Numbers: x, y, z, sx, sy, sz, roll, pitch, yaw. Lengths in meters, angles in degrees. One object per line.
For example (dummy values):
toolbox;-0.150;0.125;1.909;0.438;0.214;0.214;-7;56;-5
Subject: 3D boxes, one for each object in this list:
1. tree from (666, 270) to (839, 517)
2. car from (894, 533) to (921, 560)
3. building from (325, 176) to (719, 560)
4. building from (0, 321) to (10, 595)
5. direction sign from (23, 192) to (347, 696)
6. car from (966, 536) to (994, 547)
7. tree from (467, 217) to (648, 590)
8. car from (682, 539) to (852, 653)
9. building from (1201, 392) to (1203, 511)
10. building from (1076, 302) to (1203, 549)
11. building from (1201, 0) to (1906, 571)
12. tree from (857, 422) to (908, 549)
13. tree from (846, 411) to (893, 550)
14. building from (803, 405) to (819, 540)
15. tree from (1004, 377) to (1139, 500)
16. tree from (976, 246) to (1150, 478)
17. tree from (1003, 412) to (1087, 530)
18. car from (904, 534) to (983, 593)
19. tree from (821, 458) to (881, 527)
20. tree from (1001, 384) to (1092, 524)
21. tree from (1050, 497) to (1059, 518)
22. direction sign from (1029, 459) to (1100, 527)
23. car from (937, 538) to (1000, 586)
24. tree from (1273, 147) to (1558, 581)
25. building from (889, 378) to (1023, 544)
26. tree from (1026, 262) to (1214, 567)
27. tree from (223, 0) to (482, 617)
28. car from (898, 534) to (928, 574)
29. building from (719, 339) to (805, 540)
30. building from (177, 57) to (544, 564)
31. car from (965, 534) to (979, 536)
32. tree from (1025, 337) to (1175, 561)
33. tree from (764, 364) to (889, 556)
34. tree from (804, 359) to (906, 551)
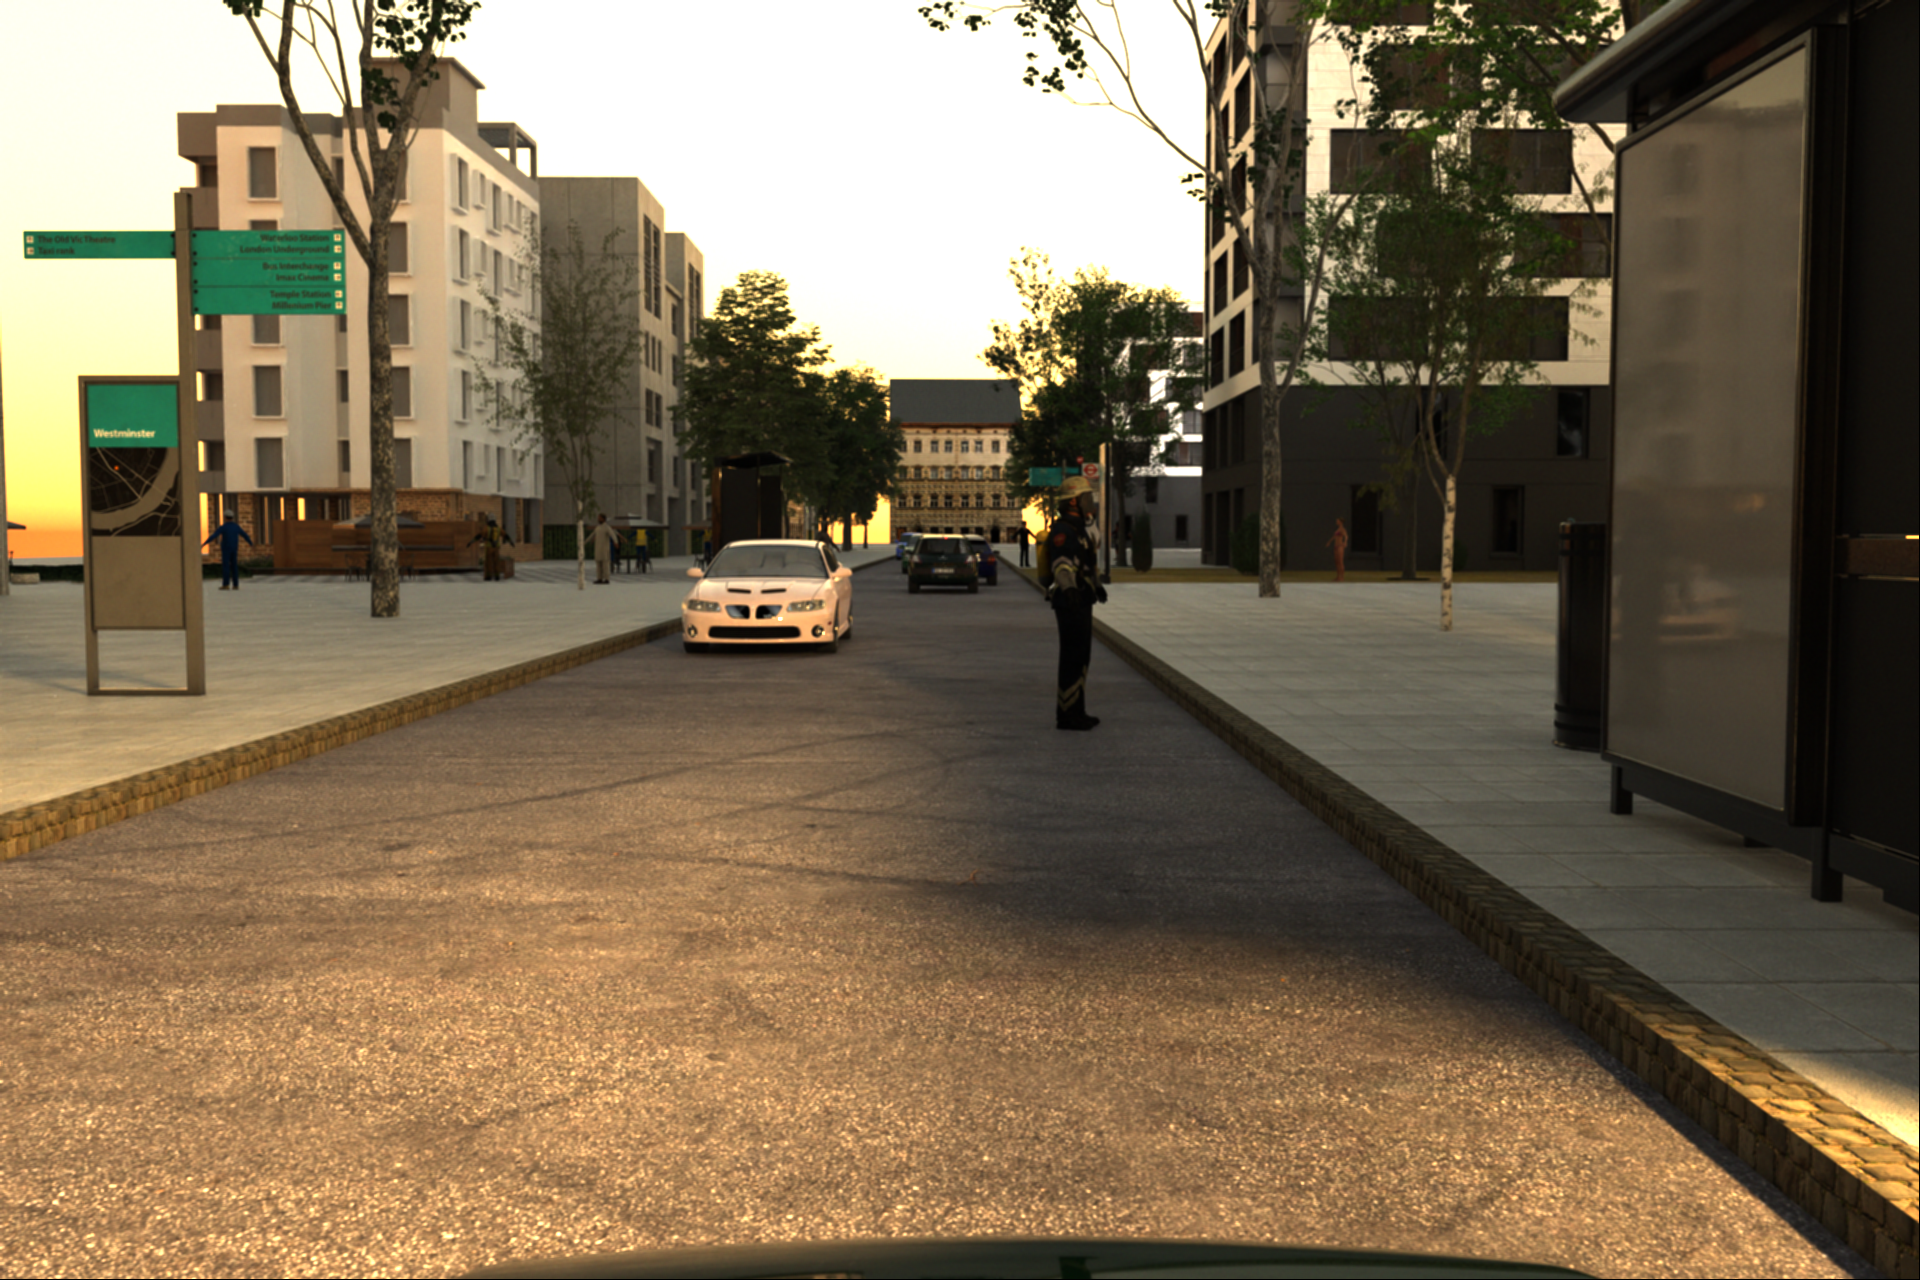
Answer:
tree;-9.018;-9.599;75.078;7.486;12.596;7.792;0;3;0
car;-2.660;-5.302;96.272;1.945;1.707;3.694;0;4;0
building;-24.477;-14.386;101.671;16.747;18.905;31.486;0;4;-1
building;-28.517;-9.412;20.341;16.747;18.905;31.486;0;4;0
direction sign;-6.070;-1.557;14.220;2.525;3.948;1.411;0;4;1
car;0.342;-3.576;70.828;2.083;1.381;4.827;0;4;1
tree;-8.574;-5.480;39.967;4.360;8.622;3.978;0;3;0
car;-2.401;-0.611;22.353;2.083;1.381;4.827;0;4;0
building;23.383;-16.696;129.399;16.016;20.090;11.380;0;4;0
building;25.069;-19.877;168.965;27.936;21.610;32.646;0;4;1
building;24.220;-14.166;75.590;27.936;21.610;32.646;0;3;0
tree;-8.360;-13.818;151.686;9.928;11.665;9.643;0;3;0
tree;-8.682;-12.993;138.182;9.928;11.665;9.643;0;3;0
building;-26.858;-20.909;208.322;16.747;18.905;31.486;0;4;1
tree;6.828;-10.066;98.986;7.601;10.594;8.767;3;4;37
tree;5.557;-15.939;116.495;12.611;20.169;13.585;0;3;0
tree;7.263;-13.322;143.578;9.928;11.665;9.643;0;3;0
car;-0.411;-2.046;43.234;2.009;1.686;4.222;0;4;0
tree;-15.625;-20.426;240.613;9.857;13.997;8.962;0;3;0
tree;6.728;-13.035;131.247;7.486;12.596;7.792;0;3;0
tree;16.067;-19.678;239.863;7.486;12.596;7.792;0;3;0
direction sign;3.730;-4.449;61.500;2.525;3.948;1.411;0;3;0
car;0.180;-2.259;49.522;1.945;1.354;3.894;0;3;0
tree;12.462;-7.474;47.949;9.928;11.665;9.643;0;3;0
building;-0.859;-25.072;243.308;18.063;23.208;19.493;0;4;-3
tree;6.175;-8.655;67.265;9.928;11.665;9.643;0;3;0
tree;-10.406;-10.420;26.259;12.611;20.169;13.585;0;3;0
car;-1.181;-3.189;63.942;2.131;1.459;4.920;0;4;0
building;-26.550;-21.439;181.448;19.493;23.208;18.063;0;4;1
building;-25.102;-13.074;70.185;16.016;20.090;11.380;0;4;1
car;0.492;-5.431;100.796;2.014;1.417;4.499;0;4;0
tree;6.533;-8.999;81.540;7.601;10.594;8.767;0;4;2
tree;-8.010;-10.854;103.224;9.928;11.665;9.643;0;3;0
tree;-8.493;-13.538;128.000;9.857;13.997;8.962;0;3;0
